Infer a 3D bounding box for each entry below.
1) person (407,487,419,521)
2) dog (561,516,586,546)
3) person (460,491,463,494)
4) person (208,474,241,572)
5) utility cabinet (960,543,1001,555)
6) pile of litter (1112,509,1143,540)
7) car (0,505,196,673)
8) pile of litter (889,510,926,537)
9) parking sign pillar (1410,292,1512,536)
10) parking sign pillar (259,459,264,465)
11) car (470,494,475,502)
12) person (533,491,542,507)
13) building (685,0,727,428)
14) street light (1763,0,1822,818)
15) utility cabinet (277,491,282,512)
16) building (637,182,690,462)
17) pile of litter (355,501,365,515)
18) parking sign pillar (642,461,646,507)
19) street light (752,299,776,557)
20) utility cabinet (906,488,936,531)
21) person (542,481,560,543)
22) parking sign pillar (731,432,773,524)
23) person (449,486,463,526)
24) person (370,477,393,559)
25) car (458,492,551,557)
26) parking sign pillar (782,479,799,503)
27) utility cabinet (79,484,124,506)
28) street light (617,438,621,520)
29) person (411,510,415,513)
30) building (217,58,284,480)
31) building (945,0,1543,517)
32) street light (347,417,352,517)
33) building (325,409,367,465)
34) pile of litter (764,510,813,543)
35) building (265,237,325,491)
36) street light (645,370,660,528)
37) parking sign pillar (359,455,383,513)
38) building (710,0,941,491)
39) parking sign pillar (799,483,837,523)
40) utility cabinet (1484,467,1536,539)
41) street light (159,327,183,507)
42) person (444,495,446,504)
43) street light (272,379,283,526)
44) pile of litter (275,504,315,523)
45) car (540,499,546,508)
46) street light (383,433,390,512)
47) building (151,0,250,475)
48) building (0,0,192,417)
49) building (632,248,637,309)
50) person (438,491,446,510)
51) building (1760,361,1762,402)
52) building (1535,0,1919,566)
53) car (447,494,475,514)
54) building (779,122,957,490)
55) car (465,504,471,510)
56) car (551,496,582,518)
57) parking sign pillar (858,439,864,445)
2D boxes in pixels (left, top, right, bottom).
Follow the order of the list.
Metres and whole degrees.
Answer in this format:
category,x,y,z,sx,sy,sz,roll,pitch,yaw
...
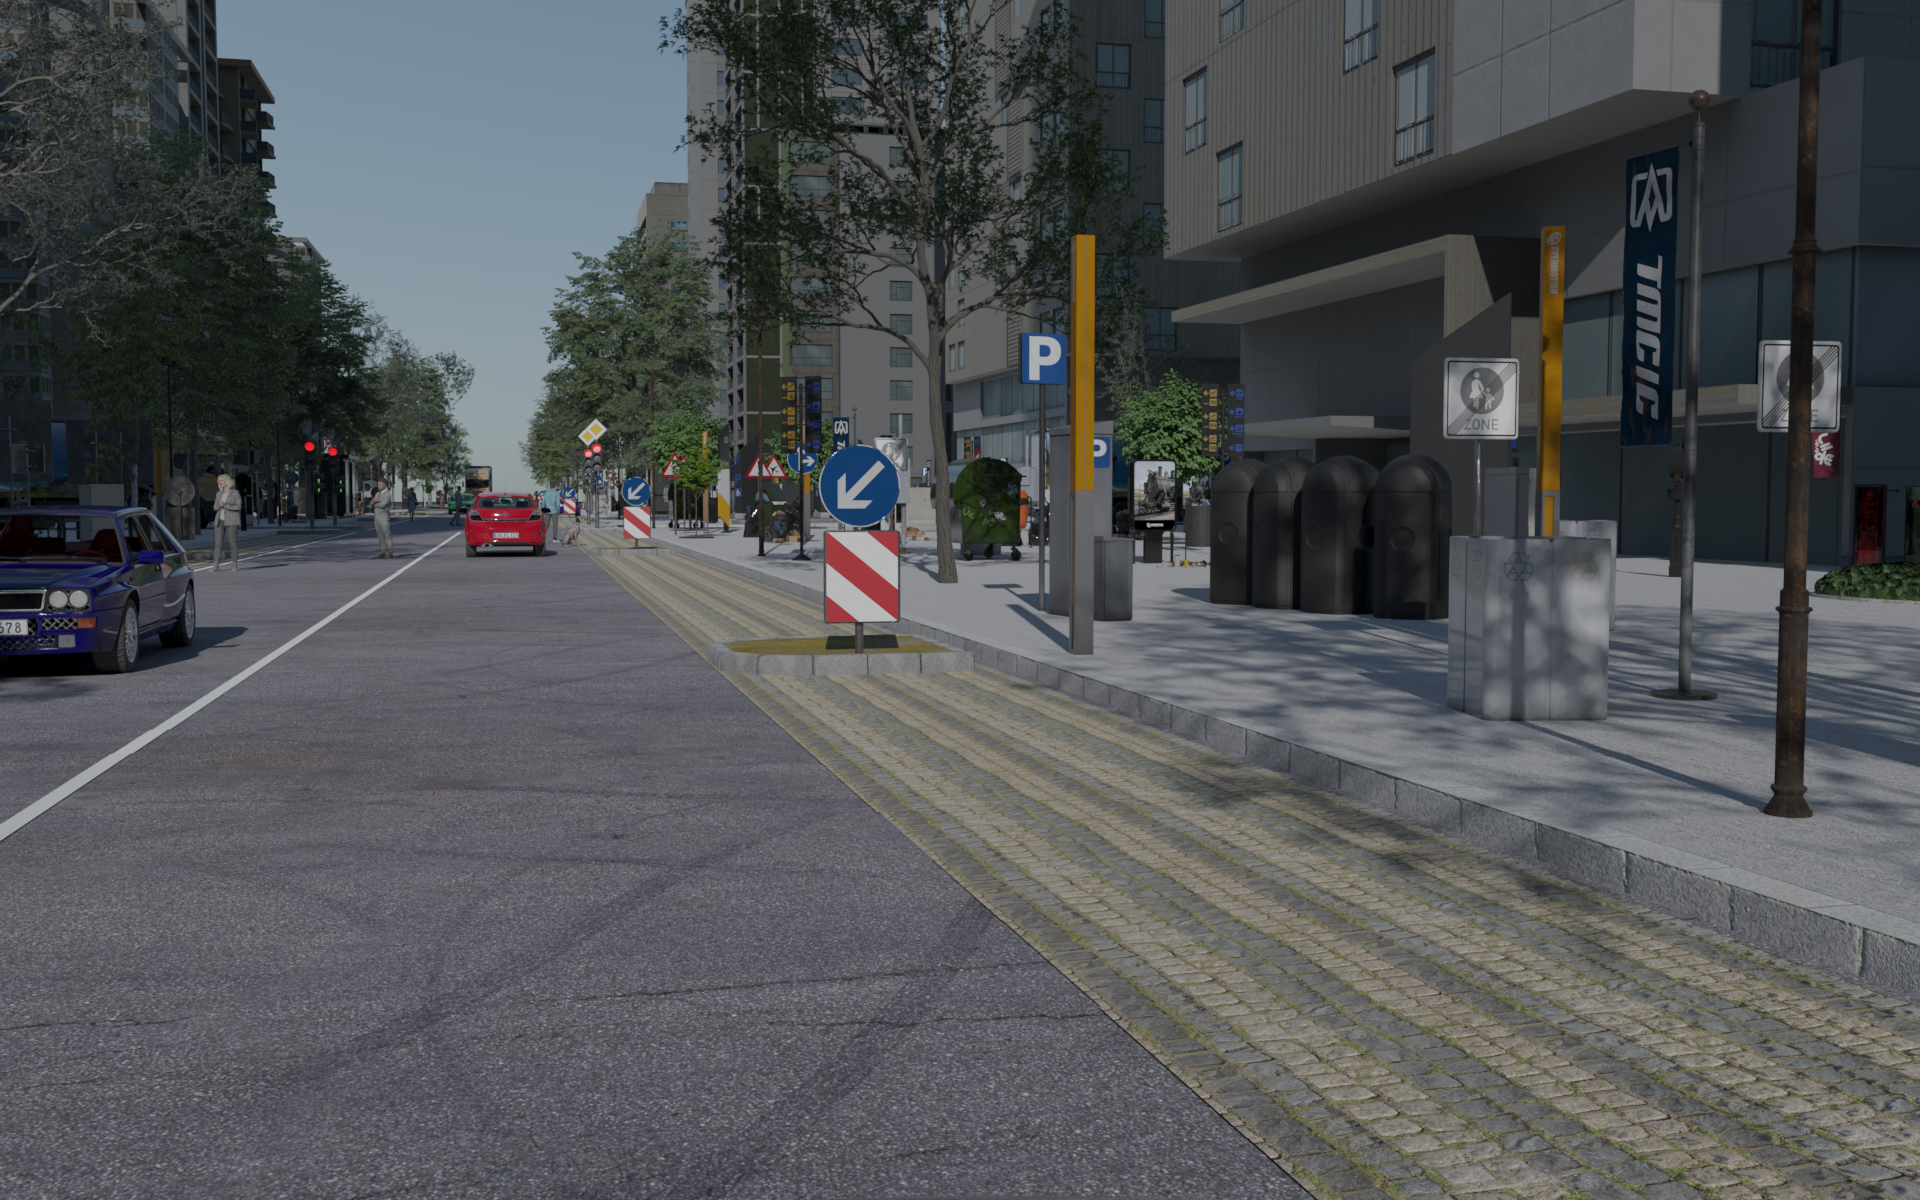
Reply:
category,x,y,z,sx,sy,sz,roll,pitch,yaw
person,-28.762,-5.040,90.990,0.616,1.811,0.778,-1,4,-20
dog,-10.782,-1.892,47.772,0.800,0.831,0.513,2,4,32
person,-39.374,-7.820,136.454,0.694,1.812,0.767,-3,4,-38
person,-13.574,-1.429,32.048,0.537,1.800,0.526,1,4,16
utility cabinet,0.448,-1.552,36.544,0.306,1.237,1.020,3,5,42
pile of litter,4.645,-2.128,48.761,1.719,0.858,1.176,1,4,19
car,-7.772,-0.140,14.863,1.945,1.354,3.894,-1,4,-14
pile of litter,-1.571,-2.319,51.886,1.176,0.858,1.719,1,4,23
parking sign pillar,6.840,-2.153,23.668,1.447,3.967,1.447,2,4,25
parking sign pillar,-52.980,-8.694,130.615,1.447,3.967,1.447,1,4,9
car,-42.247,-8.329,148.178,2.014,1.417,4.499,-1,4,-13
person,-37.735,-8.886,154.503,1.217,1.735,0.721,0,4,5
building,-20.244,-40.053,196.871,21.231,58.520,28.212,-1,4,-14
street light,3.317,-2.078,6.758,0.468,5.910,1.993,-1,4,-14
utility cabinet,-53.334,-7.781,135.892,1.173,1.500,0.318,-2,4,-34
building,-37.896,-39.284,265.990,21.300,48.544,21.600,-1,4,-14
pile of litter,-37.994,-5.808,108.927,1.176,0.858,1.719,-2,4,-26
parking sign pillar,-21.660,-7.970,118.774,1.447,3.967,1.447,0,4,5
street light,-4.084,-3.833,35.458,0.468,5.910,1.993,-1,4,-14
utility cabinet,-1.319,-3.069,58.853,1.173,1.500,0.318,-1,4,-23
person,-12.121,-2.612,51.228,0.660,1.820,0.620,1,4,18
parking sign pillar,-9.070,-5.236,74.074,1.447,3.967,1.447,2,4,34
person,-22.620,-4.250,78.111,0.853,1.813,0.709,-3,4,-36
person,-12.866,-1.820,38.445,0.511,1.800,0.466,2,4,24
car,-10.724,-1.943,40.811,2.155,1.783,4.494,-1,4,-15
parking sign pillar,-10.204,-7.189,106.019,1.447,3.967,1.447,0,4,7
utility cabinet,-19.308,-1.853,38.973,0.318,1.500,1.173,1,4,8
street light,-17.188,-6.996,87.165,0.468,5.910,1.993,-1,4,-14
person,-40.993,-7.411,129.773,0.635,1.810,0.391,2,4,31
building,-79.457,-31.499,169.633,22.147,44.769,28.867,-1,4,-14
building,14.862,-31.563,105.295,27.495,52.752,28.713,-1,4,-14
street light,-34.675,-7.682,98.387,0.468,5.910,1.993,-1,4,-14
building,-107.467,-25.883,268.233,27.650,21.520,28.899,-1,4,-14
pile of litter,-4.609,-1.984,46.410,1.719,0.858,1.176,-3,5,-40
building,-102.392,-33.598,241.207,32.217,40.220,23.993,-1,4,-14
street light,-11.433,-5.609,64.488,0.468,5.910,1.993,-1,4,-14
parking sign pillar,-40.647,-7.988,119.074,1.447,3.967,1.447,-1,4,-18
building,-14.224,-44.893,172.258,20.563,71.187,20.611,-1,4,-14
parking sign pillar,-6.238,-5.465,77.831,1.447,3.967,1.447,-1,4,-20
utility cabinet,4.692,-0.361,14.578,0.318,1.500,1.173,0,4,5
street light,-21.923,-4.605,48.083,0.468,5.910,1.993,-1,4,-14
person,-47.756,-9.073,160.071,0.599,1.433,0.991,0,4,-2
street light,-27.413,-5.924,69.652,0.468,5.910,1.993,-1,4,-14
pile of litter,-29.569,-3.858,77.041,1.719,0.858,1.176,-1,4,-18
car,-35.690,-8.476,151.160,1.945,1.354,3.894,-1,4,-14
street light,-42.012,-9.444,127.197,0.468,5.910,1.993,-1,4,-14
building,-71.458,-43.230,145.058,20.563,71.187,20.611,-1,4,-14
building,-69.315,-26.334,122.443,32.217,40.220,23.993,-1,4,-14
building,-43.468,-38.968,291.747,22.147,44.769,28.867,-1,4,-14
person,-47.172,-9.085,157.589,0.434,1.755,0.990,2,4,29
building,43.952,-25.962,108.066,14.086,41.232,14.154,-1,4,-14
building,22.573,-27.820,44.104,28.713,52.752,27.495,-1,4,-14
car,-35.510,-7.001,123.258,1.959,1.807,4.718,-1,4,-15
building,-7.569,-22.449,138.743,14.160,30.474,14.107,-1,4,-14
car,-16.694,-3.086,62.261,2.131,1.459,4.920,-1,4,-15
car,-23.683,-5.589,103.961,1.945,1.354,3.894,-1,4,-14
parking sign pillar,-4.522,-5.957,85.874,1.447,3.967,1.447,2,4,32
